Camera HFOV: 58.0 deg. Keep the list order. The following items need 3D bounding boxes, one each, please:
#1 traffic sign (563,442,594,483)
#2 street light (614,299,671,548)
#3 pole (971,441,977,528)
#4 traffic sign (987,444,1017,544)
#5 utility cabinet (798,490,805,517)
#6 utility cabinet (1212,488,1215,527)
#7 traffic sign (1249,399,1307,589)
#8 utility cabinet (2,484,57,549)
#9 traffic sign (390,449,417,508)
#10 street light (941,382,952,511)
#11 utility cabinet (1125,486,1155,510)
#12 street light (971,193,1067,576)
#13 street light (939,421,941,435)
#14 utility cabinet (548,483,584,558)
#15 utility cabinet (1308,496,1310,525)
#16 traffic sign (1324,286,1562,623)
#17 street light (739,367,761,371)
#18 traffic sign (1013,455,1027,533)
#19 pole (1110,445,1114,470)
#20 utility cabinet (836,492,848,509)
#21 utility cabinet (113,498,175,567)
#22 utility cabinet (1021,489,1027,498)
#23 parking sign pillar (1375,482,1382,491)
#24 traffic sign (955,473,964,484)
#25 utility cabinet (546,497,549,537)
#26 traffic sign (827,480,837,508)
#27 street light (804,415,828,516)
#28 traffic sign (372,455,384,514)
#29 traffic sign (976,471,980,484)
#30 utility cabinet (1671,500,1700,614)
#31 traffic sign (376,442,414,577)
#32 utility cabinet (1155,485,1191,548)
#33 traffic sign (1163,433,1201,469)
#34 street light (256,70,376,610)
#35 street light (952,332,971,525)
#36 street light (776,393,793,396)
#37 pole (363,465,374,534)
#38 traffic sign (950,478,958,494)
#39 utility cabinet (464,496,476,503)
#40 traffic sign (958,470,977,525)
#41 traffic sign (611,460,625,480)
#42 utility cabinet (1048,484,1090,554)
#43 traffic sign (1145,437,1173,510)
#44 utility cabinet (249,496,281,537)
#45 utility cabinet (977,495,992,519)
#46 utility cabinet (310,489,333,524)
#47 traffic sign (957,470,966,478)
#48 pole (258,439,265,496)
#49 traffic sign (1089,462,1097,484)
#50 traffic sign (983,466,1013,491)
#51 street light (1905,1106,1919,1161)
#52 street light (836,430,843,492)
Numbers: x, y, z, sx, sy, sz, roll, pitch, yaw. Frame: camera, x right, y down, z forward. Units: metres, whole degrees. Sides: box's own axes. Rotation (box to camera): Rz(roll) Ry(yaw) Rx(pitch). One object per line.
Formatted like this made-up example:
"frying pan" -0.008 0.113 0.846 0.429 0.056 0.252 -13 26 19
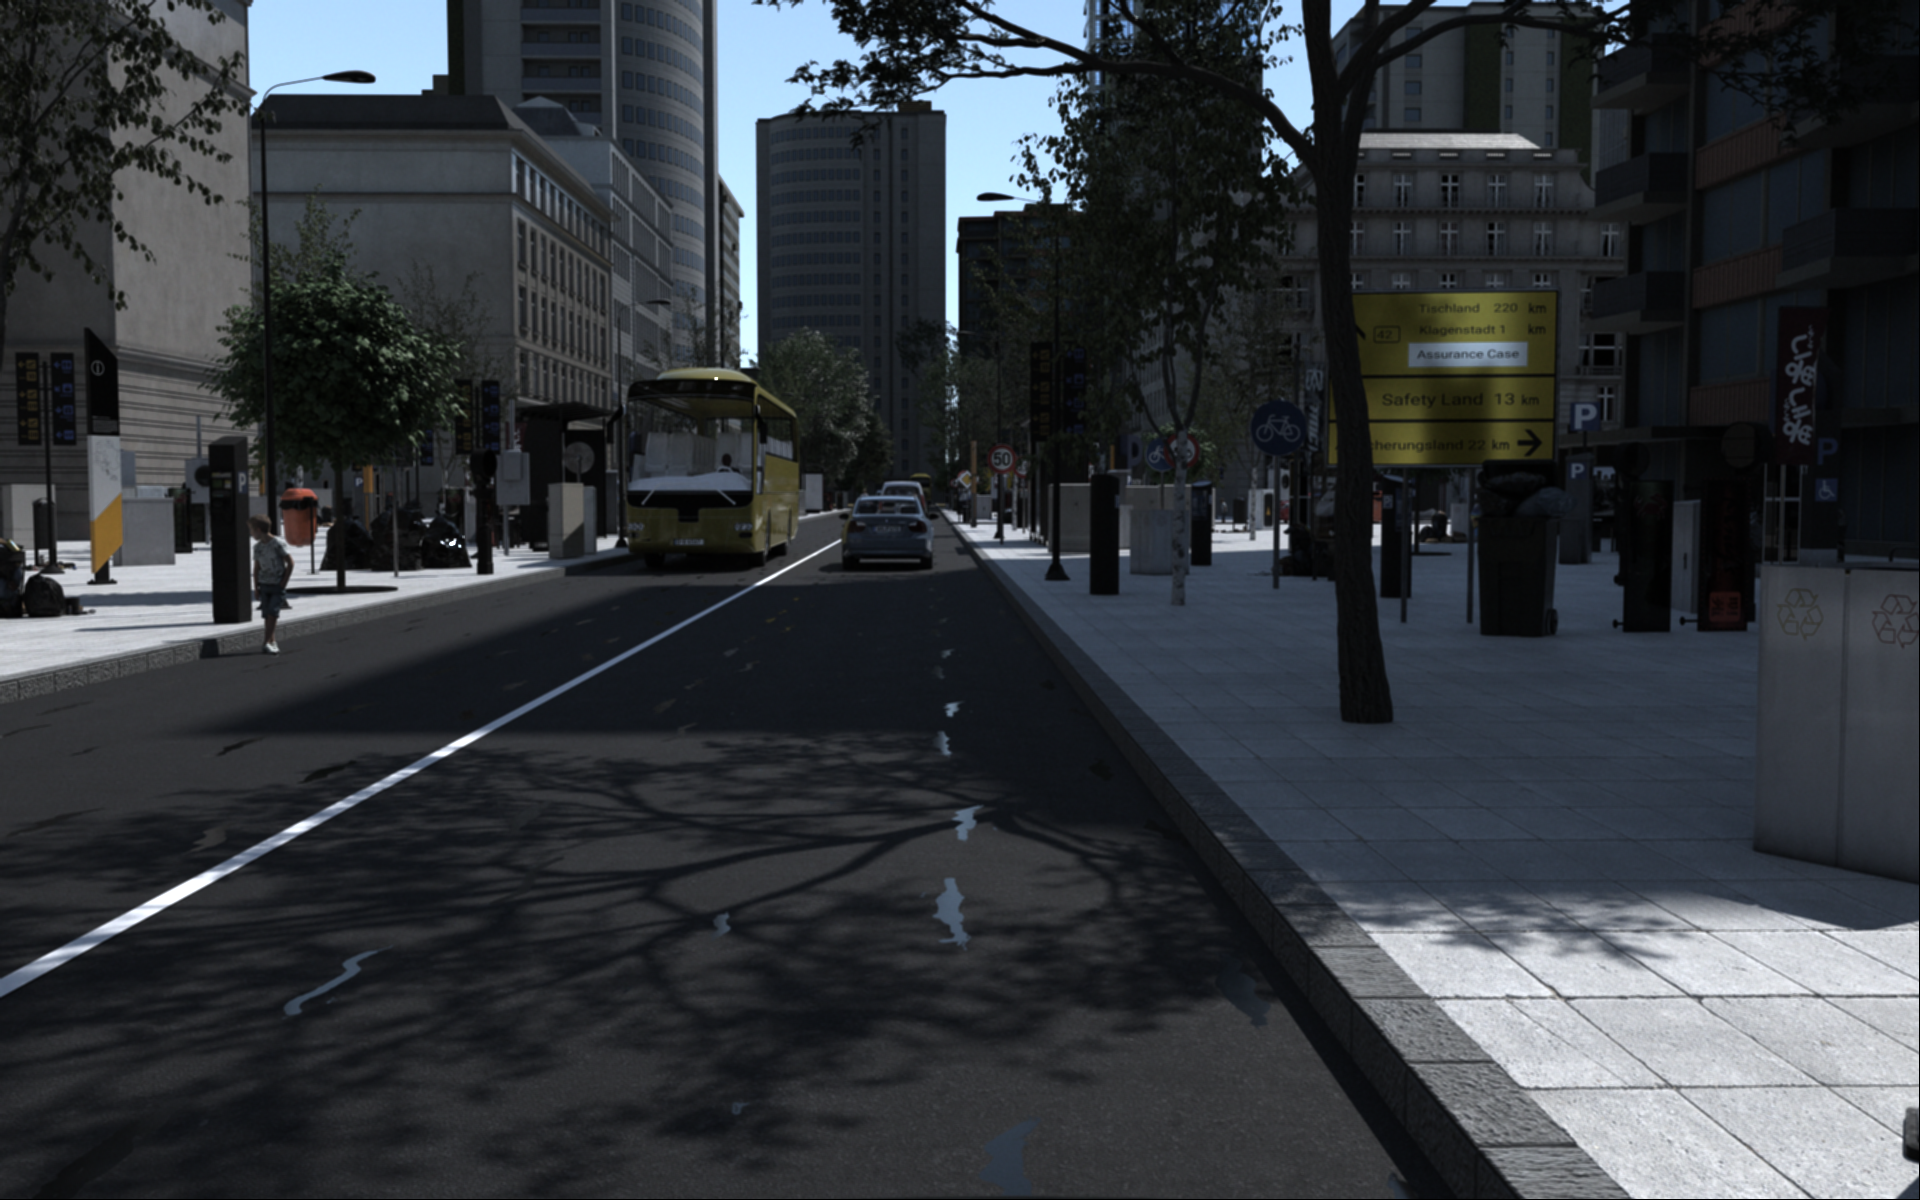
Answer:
"traffic sign" -9.333 -2.587 42.399 0.768 2.556 0.104 0 4 0
"street light" -7.587 -4.213 41.422 1.470 5.913 1.316 0 4 -1
"pole" 0.523 -4.433 66.321 0.158 3.312 0.155 0 3 0
"traffic sign" 1.064 -2.687 44.030 0.768 2.556 0.104 0 4 -1
"utility cabinet" -9.115 -5.418 97.268 0.318 1.500 1.173 2 4 28
"utility cabinet" 9.132 -3.513 66.119 1.173 1.500 0.318 2 4 29
"traffic sign" 4.294 -1.428 23.450 0.768 2.556 0.104 0 4 4
"utility cabinet" -21.408 -1.905 39.833 0.318 1.500 1.173 1 4 21
"traffic sign" -12.729 -2.403 39.397 0.768 2.556 0.104 1 4 8
"street light" 0.047 -6.075 71.870 1.470 5.913 1.316 0 4 -1
"utility cabinet" 5.133 -2.369 47.411 1.173 1.500 0.318 0 4 -2
"street light" 0.958 -3.323 26.865 1.470 5.913 1.316 0 4 -1
"street light" -0.181 -7.037 87.596 1.470 5.913 1.316 0 4 -1
"utility cabinet" -7.885 -1.588 34.649 0.318 1.500 1.173 0 4 8
"utility cabinet" 14.347 -3.511 68.571 1.020 1.237 0.306 0 4 8
"traffic sign" 4.759 -1.426 17.184 2.265 3.308 0.079 0 4 6
"street light" -8.008 -5.571 63.621 1.470 5.913 1.316 0 4 -1
"traffic sign" 2.082 -3.439 56.335 0.768 2.556 0.104 0 3 0
"pole" 6.337 -4.780 71.997 0.158 3.312 0.155 0 3 0
"utility cabinet" -10.257 -8.643 149.999 0.318 1.500 1.173 3 5 43
"utility cabinet" -14.657 -1.218 31.077 0.306 1.237 1.020 3 4 36
"utility cabinet" 3.395 -4.358 79.930 1.173 1.500 0.318 -2 4 -33
"parking sign pillar" 20.948 -5.986 86.349 1.447 3.967 1.447 2 4 35
"traffic sign" 0.150 -4.682 80.187 0.795 2.450 0.064 0 4 -1
"utility cabinet" -9.501 -1.885 41.980 1.020 1.237 0.306 1 4 15
"traffic sign" -10.251 -8.508 139.106 0.884 2.594 0.081 0 4 4
"street light" -8.634 -7.922 102.071 1.470 5.913 1.316 0 4 -1
"traffic sign" -11.294 -2.061 33.801 0.768 2.556 0.104 0 4 4
"traffic sign" 0.767 -5.470 89.433 0.884 2.594 0.081 0 4 2
"utility cabinet" 8.069 -0.481 19.028 0.306 1.237 1.020 1 4 11
"traffic sign" -8.760 -1.512 26.856 0.606 2.300 0.079 0 4 2
"utility cabinet" 5.274 -1.968 40.852 1.173 1.500 0.318 1 4 11
"traffic sign" 4.563 -2.178 35.710 0.768 2.556 0.104 0 4 1
"street light" -7.108 -2.850 19.144 1.470 5.913 1.316 0 4 -1
"street light" 0.584 -4.718 49.674 1.470 5.913 1.316 0 4 -1
"street light" -8.366 -6.564 79.870 1.470 5.913 1.316 0 4 -1
"pole" -12.987 -2.701 37.997 0.158 3.312 0.155 0 3 0
"traffic sign" -0.413 -8.503 139.124 0.768 2.556 0.104 0 4 3
"utility cabinet" -19.628 -3.581 69.711 1.020 1.237 0.306 1 4 14
"traffic sign" 0.302 -4.193 72.204 0.795 2.450 0.064 0 4 -1
"traffic sign" -12.568 -3.929 64.349 0.768 2.556 0.104 0 4 -1
"utility cabinet" 2.460 -1.733 37.017 1.173 1.500 0.318 2 4 32
"traffic sign" 4.528 -2.366 38.792 0.768 2.556 0.104 0 4 6
"utility cabinet" -21.111 -2.524 52.426 1.020 1.237 0.306 -1 4 -18
"utility cabinet" 1.089 -4.683 87.723 1.020 1.237 0.306 1 4 20
"utility cabinet" -26.851 -3.891 72.302 1.173 1.500 0.318 -2 4 -33
"traffic sign" 0.238 -5.673 92.855 0.768 2.556 0.104 0 3 0
"pole" -25.955 -4.315 64.396 0.158 3.312 0.155 0 3 0
"traffic sign" 5.153 -4.202 68.808 0.768 2.556 0.104 0 4 7
"traffic sign" 2.836 -8.144 127.023 2.265 3.308 0.079 0 4 5
"street light" 1.472 -1.876 3.209 1.470 5.913 1.316 0 4 -1
"street light" -9.085 -9.286 124.366 1.470 5.913 1.316 0 4 -1
